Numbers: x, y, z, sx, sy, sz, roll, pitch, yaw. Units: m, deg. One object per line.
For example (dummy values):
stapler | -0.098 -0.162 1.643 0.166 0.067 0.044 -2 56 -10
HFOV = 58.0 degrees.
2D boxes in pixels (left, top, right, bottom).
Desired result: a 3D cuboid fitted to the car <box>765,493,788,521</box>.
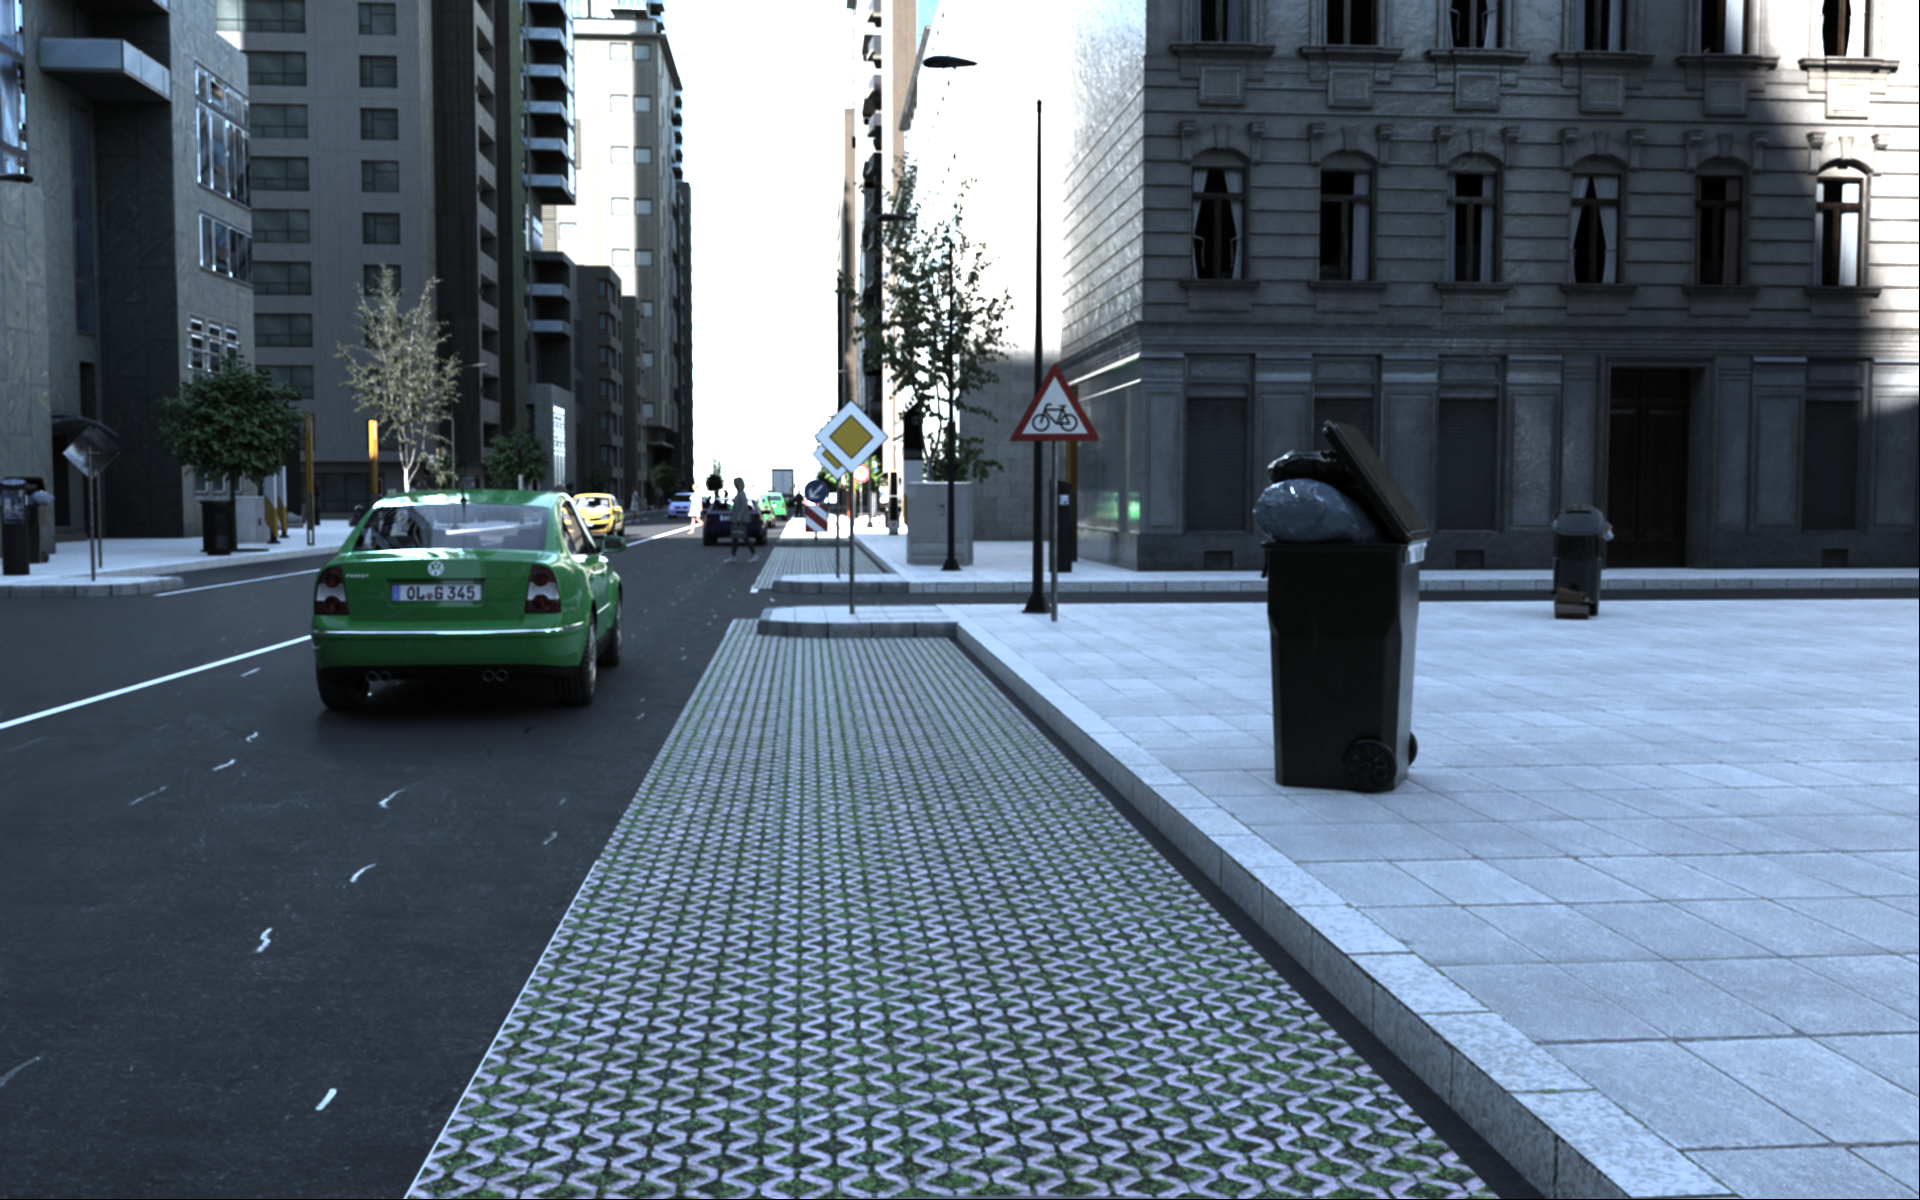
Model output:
car | -10.221 -5.169 93.306 1.959 1.807 4.718 0 4 -6

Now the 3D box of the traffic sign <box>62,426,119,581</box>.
traffic sign | -12.772 -1.335 25.471 0.795 2.450 0.064 0 4 -5

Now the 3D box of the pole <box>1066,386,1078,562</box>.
pole | 2.119 -2.384 32.820 0.158 3.312 0.155 0 3 0

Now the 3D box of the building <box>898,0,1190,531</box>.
building | 2.762 -13.730 73.642 9.793 20.994 18.267 0 4 -5

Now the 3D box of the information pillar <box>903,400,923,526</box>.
information pillar | -1.126 -3.105 42.124 0.504 3.616 0.183 0 4 5

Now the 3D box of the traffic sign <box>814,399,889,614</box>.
traffic sign | -1.158 -0.907 18.469 0.795 2.450 0.064 0 4 -5

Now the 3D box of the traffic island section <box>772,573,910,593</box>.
traffic island section | -1.846 -0.258 26.502 2.009 0.180 2.903 0 4 -5

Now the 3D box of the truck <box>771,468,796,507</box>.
truck | -19.746 -12.515 193.538 2.839 4.237 11.283 0 4 -5

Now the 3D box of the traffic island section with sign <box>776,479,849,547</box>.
traffic island section with sign | -4.048 -2.372 47.418 1.989 1.847 2.006 0 4 -5

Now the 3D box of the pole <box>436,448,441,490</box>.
pole | -23.147 -5.086 77.001 0.158 3.312 0.155 0 3 0

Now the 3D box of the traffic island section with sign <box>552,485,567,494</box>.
traffic island section with sign | -17.170 -4.017 74.305 1.989 1.847 2.006 0 4 -5

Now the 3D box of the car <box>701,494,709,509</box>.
car | -25.472 -9.763 169.408 2.009 1.686 4.222 0 4 -5

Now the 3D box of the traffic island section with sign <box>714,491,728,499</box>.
traffic island section with sign | -29.020 -12.118 206.757 1.989 1.847 2.006 0 4 -5

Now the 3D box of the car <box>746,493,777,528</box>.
car | -8.771 -3.952 73.415 1.959 1.807 4.718 0 4 -4

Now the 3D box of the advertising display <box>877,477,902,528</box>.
advertising display | -2.638 -3.645 64.817 0.974 1.923 0.123 -2 4 -31

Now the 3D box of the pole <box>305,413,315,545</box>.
pole | -16.302 -3.032 43.414 0.158 3.312 0.155 0 3 0

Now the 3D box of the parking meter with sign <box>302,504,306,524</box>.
parking meter with sign | -29.084 -4.822 75.107 1.738 3.016 0.543 2 4 31

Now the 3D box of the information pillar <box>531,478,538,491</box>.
information pillar | -19.643 -4.622 80.057 0.304 2.012 0.304 -1 4 -16

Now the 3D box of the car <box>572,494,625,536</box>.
car | -12.183 -2.889 57.462 2.015 1.641 3.980 0 4 -4

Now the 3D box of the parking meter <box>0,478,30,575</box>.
parking meter | -14.978 -1.164 27.443 0.372 1.533 0.369 0 3 0

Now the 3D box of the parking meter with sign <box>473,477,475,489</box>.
parking meter with sign | -22.513 -5.058 78.951 1.738 3.016 0.543 0 4 -2

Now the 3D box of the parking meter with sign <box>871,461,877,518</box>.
parking meter with sign | -4.642 -5.876 92.335 0.543 3.016 1.738 0 3 0

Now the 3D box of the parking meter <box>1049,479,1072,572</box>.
parking meter | 1.652 -1.226 28.457 0.372 1.533 0.369 0 3 0

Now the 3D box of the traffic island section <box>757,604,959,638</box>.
traffic island section | -1.135 0.228 18.548 2.009 0.180 2.903 0 4 -5

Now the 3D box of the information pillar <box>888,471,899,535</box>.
information pillar | -2.097 -3.053 54.411 0.304 2.012 0.304 -1 4 -10

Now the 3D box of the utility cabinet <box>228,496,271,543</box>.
utility cabinet | -18.656 -2.101 45.519 0.306 1.237 1.020 3 4 37

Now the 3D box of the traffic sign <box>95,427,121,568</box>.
traffic sign | -14.953 -1.766 30.064 0.795 2.450 0.064 0 4 -1

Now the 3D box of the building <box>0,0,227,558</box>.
building | -30.959 -44.393 38.501 22.319 86.520 31.000 0 4 -5

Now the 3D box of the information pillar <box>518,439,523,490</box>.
information pillar | -18.566 -5.008 73.239 0.183 3.616 0.504 0 4 -1

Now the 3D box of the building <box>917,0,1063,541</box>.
building | 4.389 -12.283 55.572 10.420 20.320 16.860 0 4 -5

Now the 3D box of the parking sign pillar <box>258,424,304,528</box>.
parking sign pillar | -25.759 -4.733 65.851 1.447 3.967 1.447 -1 4 -18

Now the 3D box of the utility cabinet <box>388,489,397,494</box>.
utility cabinet | -25.063 -4.144 76.435 0.318 1.500 1.173 -1 4 -22

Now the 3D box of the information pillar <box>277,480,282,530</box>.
information pillar | -24.482 -3.531 62.226 0.304 2.012 0.304 -3 5 -40

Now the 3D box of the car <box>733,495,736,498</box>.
car | -25.659 -11.537 201.210 1.945 1.354 3.894 0 4 -6

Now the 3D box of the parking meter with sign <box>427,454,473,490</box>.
parking meter with sign | -22.377 -4.867 75.835 1.738 3.016 0.543 1 4 12

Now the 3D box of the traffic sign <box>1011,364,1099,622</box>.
traffic sign | 0.948 -1.063 17.382 0.884 2.594 0.081 0 4 0

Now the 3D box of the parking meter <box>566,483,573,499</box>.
parking meter | -20.524 -5.222 91.090 0.255 1.863 0.399 1 4 15

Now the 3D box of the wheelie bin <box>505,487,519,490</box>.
wheelie bin | -20.450 -4.368 79.324 0.980 1.594 0.693 0 4 -3

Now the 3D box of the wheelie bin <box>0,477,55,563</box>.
wheelie bin | -17.328 -1.483 32.156 0.980 1.594 0.693 -1 4 -13

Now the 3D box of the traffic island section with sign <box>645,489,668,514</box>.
traffic island section with sign | -21.722 -7.129 125.194 1.989 1.847 2.006 0 4 -5

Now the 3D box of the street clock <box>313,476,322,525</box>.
street clock | -26.329 -4.052 70.815 0.358 2.002 0.471 1 4 16

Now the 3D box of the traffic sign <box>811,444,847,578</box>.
traffic sign | -1.869 -1.393 26.423 0.795 2.450 0.064 0 4 -5

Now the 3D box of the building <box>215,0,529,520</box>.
building | -31.114 -19.552 91.376 14.160 30.474 14.107 0 4 -5

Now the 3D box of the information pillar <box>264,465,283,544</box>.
information pillar | -17.887 -3.277 44.932 0.504 3.616 0.183 3 4 38

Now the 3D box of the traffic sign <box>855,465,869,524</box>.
traffic sign | -4.249 -4.547 74.448 0.768 2.556 0.104 0 4 -2

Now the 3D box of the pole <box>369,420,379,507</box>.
pole | -16.247 -3.315 48.037 0.158 3.312 0.155 0 3 0

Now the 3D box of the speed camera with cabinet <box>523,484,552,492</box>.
speed camera with cabinet | -21.647 -5.824 89.563 0.660 3.252 2.038 3 4 36

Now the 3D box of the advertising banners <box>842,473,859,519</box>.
advertising banners | -5.722 -5.727 89.821 0.090 3.025 2.074 -2 4 -27

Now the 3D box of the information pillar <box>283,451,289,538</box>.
information pillar | -19.947 -3.644 50.935 0.183 3.616 0.504 -3 5 -40

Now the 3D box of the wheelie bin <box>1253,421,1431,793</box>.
wheelie bin | 1.690 0.013 7.698 0.693 1.594 0.980 1 4 23

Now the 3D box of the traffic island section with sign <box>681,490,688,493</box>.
traffic island section with sign | -24.129 -8.772 152.042 1.989 1.847 2.006 0 4 -5

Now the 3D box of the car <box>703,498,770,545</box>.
car | -6.436 -2.275 49.779 1.945 1.354 3.894 0 4 -5

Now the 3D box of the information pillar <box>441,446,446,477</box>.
information pillar | -25.176 -5.719 84.868 0.504 3.616 0.183 2 4 24

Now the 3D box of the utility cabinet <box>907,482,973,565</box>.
utility cabinet | -0.367 -1.384 31.308 1.173 1.500 0.318 1 4 19

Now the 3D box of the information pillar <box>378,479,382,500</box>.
information pillar | -28.241 -4.874 84.175 0.304 2.012 0.304 -1 4 -22

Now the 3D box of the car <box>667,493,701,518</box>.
car | -16.455 -5.742 103.474 1.945 1.707 3.694 0 4 -3

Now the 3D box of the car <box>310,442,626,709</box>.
car | -3.544 -0.258 13.018 1.959 1.807 4.718 0 4 -7

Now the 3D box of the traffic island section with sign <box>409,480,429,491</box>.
traffic island section with sign | -14.737 -2.357 47.168 1.989 1.847 2.006 0 4 -5

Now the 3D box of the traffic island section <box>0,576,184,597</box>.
traffic island section | -12.795 -0.199 25.531 2.009 0.180 2.903 0 4 -5
